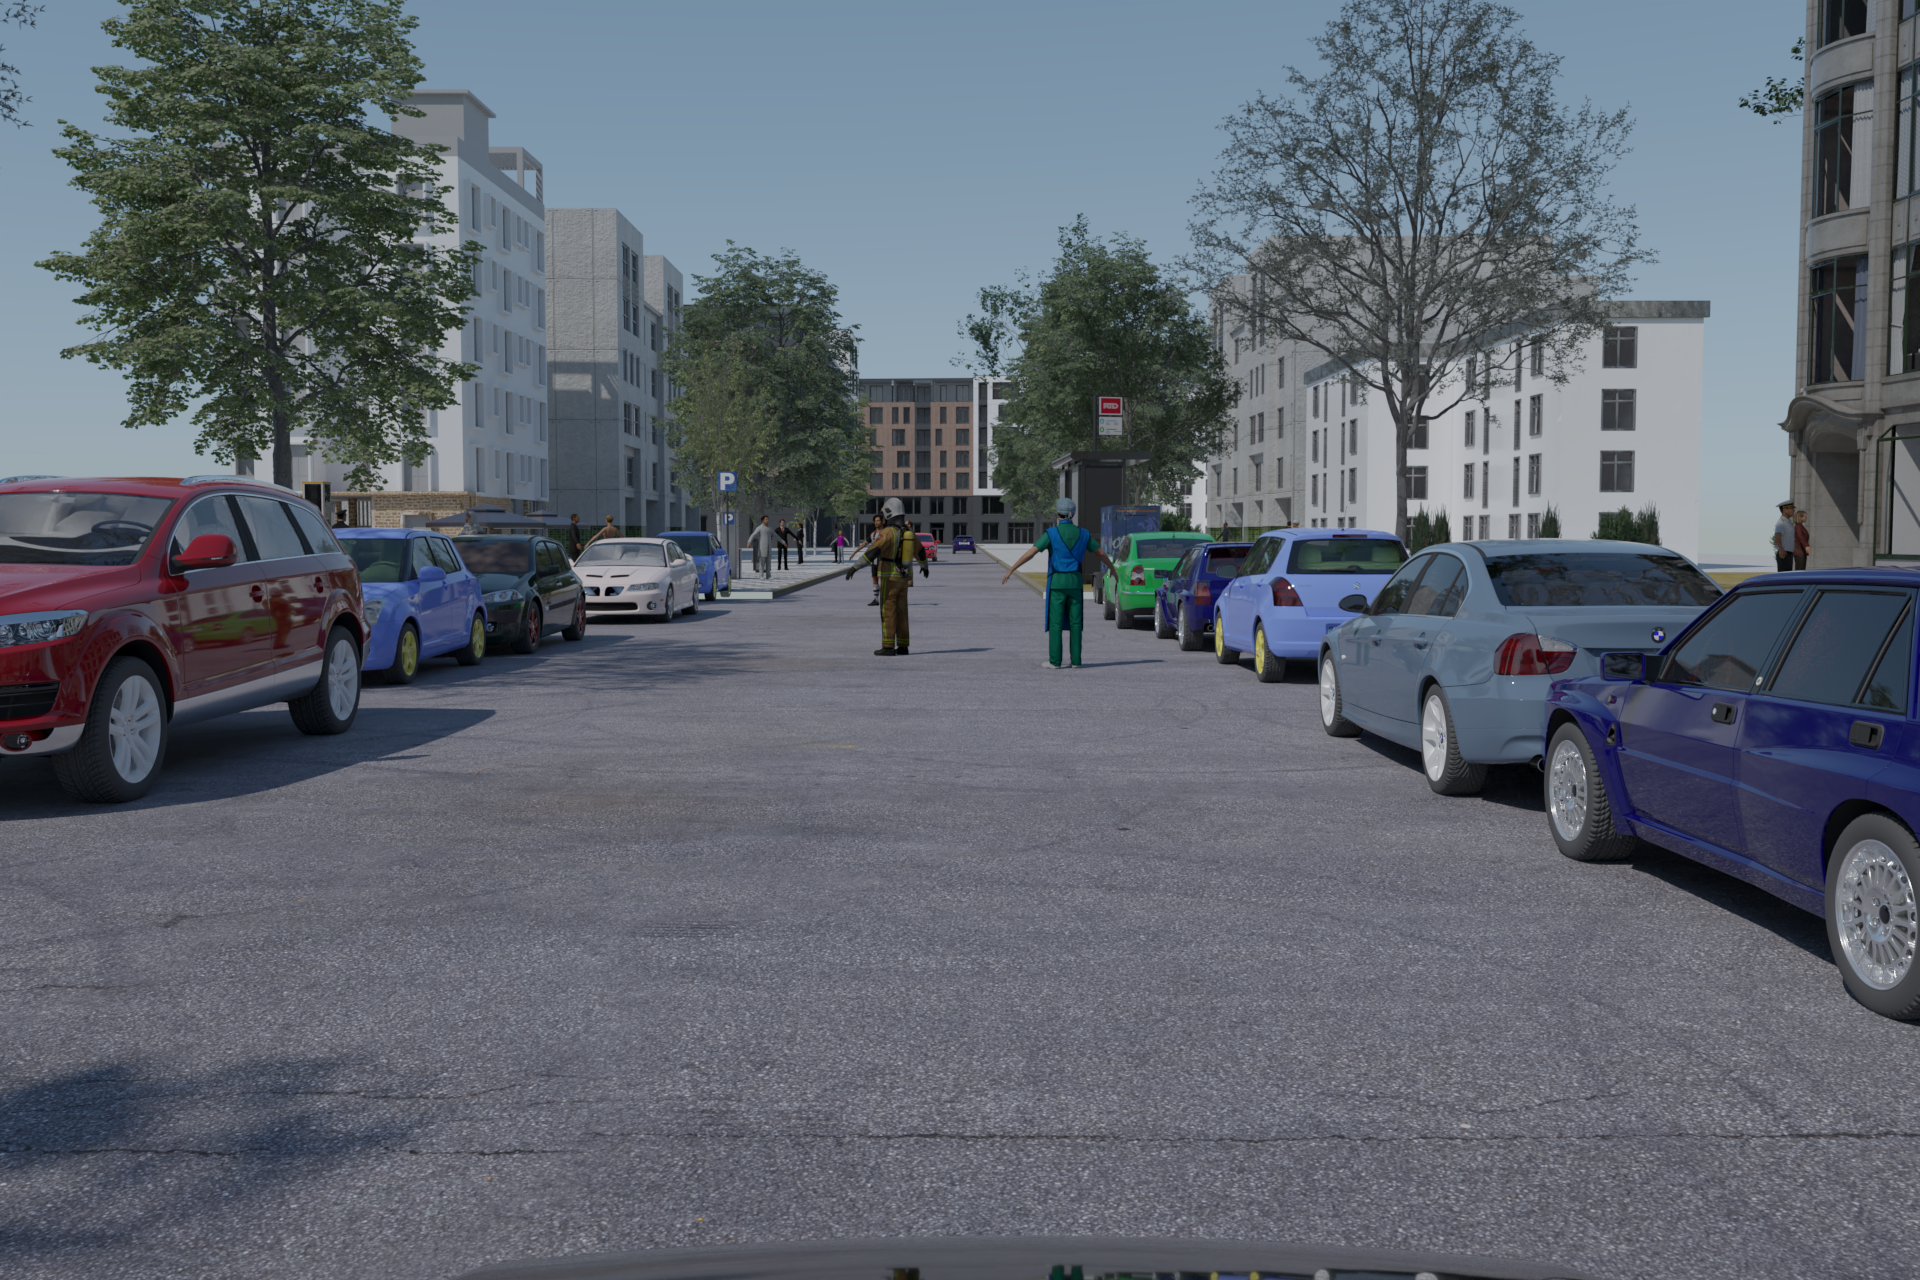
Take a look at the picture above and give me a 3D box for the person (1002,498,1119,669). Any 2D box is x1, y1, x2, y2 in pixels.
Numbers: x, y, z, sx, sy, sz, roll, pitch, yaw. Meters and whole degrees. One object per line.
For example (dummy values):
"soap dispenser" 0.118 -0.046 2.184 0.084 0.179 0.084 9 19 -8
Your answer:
"person" 1.108 -0.605 18.482 1.347 1.817 0.704 -1 4 -19

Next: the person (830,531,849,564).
"person" -5.123 -3.954 73.907 0.991 1.433 0.599 2 4 29

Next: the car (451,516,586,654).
"car" -5.936 -0.742 21.919 2.009 1.686 4.222 0 3 0

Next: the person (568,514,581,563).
"person" -9.877 -2.344 44.554 0.704 1.802 1.346 -1 4 -13

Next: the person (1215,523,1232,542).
"person" 11.920 -4.382 77.914 0.705 1.796 1.348 -2 4 -24

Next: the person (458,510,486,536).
"person" -9.439 -1.618 33.222 1.217 1.736 0.721 2 4 33

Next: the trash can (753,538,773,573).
"trash can" -6.590 -2.813 57.639 0.748 1.137 0.748 0 3 0

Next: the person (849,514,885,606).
"person" -1.608 -1.579 34.414 1.345 1.843 0.704 2 4 34

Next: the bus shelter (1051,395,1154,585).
"bus shelter" 3.736 -4.301 47.948 2.179 5.291 8.768 0 4 -2

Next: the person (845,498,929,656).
"person" -0.794 -0.748 20.452 0.705 1.858 1.354 3 5 42

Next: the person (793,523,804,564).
"person" -6.829 -4.066 73.192 0.721 1.740 1.216 1 4 11

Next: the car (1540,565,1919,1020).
"car" 3.547 0.374 6.461 1.945 1.354 3.894 0 4 -1

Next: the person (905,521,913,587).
"person" -1.405 -2.331 46.848 0.705 1.796 1.348 0 4 -8

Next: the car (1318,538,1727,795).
"car" 3.469 0.074 10.789 2.014 1.417 4.499 0 3 0

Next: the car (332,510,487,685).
"car" -6.077 -0.490 17.609 1.945 1.707 3.694 0 3 0

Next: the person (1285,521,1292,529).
"person" 13.453 -3.953 70.767 1.346 1.812 0.704 1 4 16

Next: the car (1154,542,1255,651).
"car" 3.551 -0.608 22.529 1.945 1.354 3.894 0 4 0

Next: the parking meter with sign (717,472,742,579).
"parking meter with sign" -6.510 -3.241 49.249 0.543 3.016 1.738 0 4 -1

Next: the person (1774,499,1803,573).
"person" 13.455 -1.369 28.179 0.704 1.855 1.343 3 4 37

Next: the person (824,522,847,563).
"person" -5.421 -4.297 76.380 1.348 1.813 0.705 3 4 38

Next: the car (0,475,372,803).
"car" -5.419 -0.137 10.916 2.281 1.827 5.304 0 3 0

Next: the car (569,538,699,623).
"car" -5.610 -1.050 29.530 2.083 1.381 4.827 0 3 0

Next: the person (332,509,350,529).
"person" -13.840 -2.015 38.874 1.347 1.837 0.705 2 4 27

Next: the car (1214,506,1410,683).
"car" 3.697 -0.514 18.002 1.945 1.707 3.694 0 4 -1

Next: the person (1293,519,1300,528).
"person" 11.005 -3.106 57.255 0.721 1.772 1.216 1 4 9

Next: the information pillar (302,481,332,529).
"information pillar" -9.010 -1.212 24.312 0.304 2.012 0.304 0 4 -1

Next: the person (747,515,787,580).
"person" -5.445 -2.592 48.565 1.347 1.806 0.705 -3 5 -41

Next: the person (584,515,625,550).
"person" -8.458 -2.128 41.589 1.217 1.733 0.721 -3 5 -42

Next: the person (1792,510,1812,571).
"person" 16.003 -1.591 32.820 0.721 1.729 1.215 1 4 21

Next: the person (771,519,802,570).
"person" -6.260 -3.362 61.160 1.347 1.806 0.705 -1 4 -13

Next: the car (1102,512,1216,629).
"car" 3.257 -1.142 27.463 1.959 1.807 4.718 0 4 0

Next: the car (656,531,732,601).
"car" -6.065 -1.746 38.138 1.945 1.707 3.694 0 3 0
